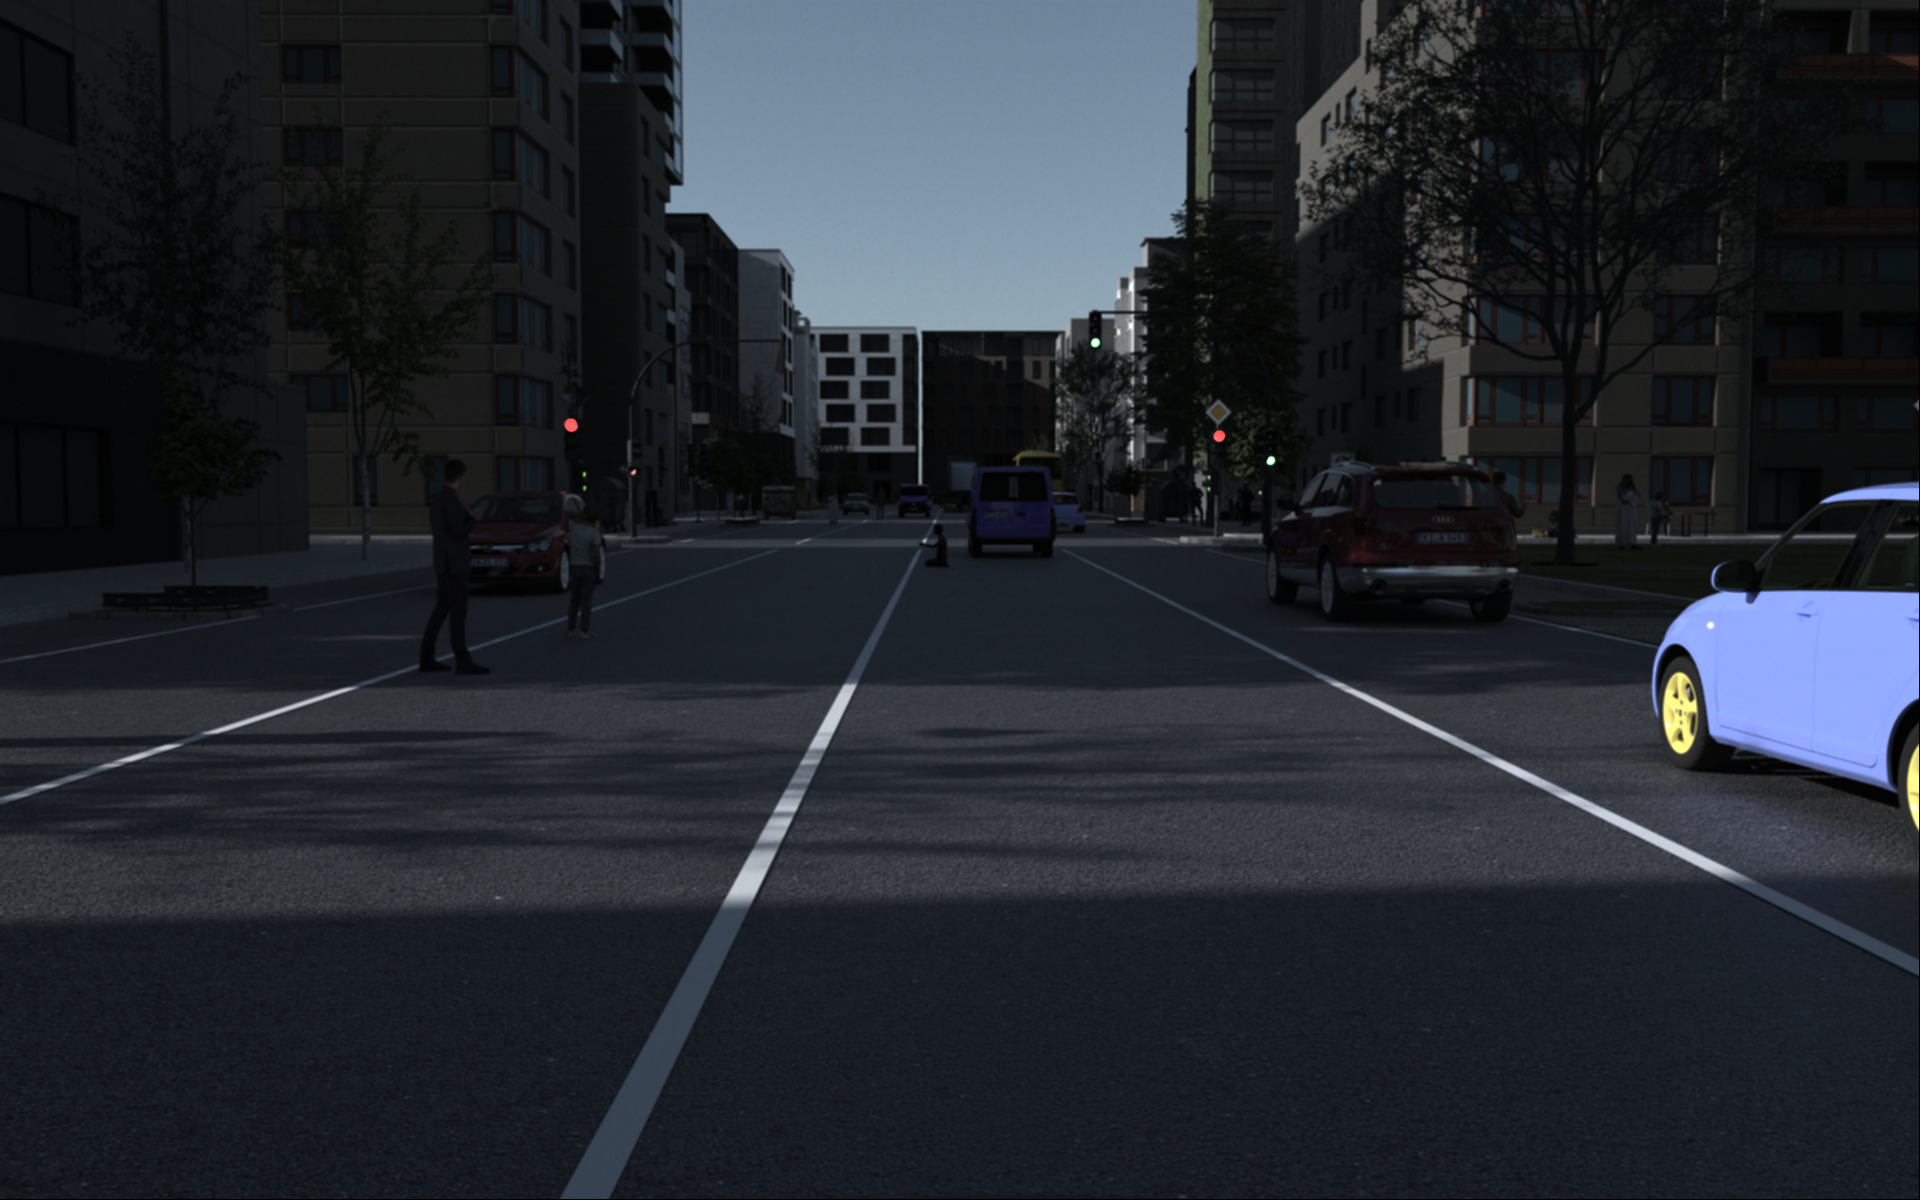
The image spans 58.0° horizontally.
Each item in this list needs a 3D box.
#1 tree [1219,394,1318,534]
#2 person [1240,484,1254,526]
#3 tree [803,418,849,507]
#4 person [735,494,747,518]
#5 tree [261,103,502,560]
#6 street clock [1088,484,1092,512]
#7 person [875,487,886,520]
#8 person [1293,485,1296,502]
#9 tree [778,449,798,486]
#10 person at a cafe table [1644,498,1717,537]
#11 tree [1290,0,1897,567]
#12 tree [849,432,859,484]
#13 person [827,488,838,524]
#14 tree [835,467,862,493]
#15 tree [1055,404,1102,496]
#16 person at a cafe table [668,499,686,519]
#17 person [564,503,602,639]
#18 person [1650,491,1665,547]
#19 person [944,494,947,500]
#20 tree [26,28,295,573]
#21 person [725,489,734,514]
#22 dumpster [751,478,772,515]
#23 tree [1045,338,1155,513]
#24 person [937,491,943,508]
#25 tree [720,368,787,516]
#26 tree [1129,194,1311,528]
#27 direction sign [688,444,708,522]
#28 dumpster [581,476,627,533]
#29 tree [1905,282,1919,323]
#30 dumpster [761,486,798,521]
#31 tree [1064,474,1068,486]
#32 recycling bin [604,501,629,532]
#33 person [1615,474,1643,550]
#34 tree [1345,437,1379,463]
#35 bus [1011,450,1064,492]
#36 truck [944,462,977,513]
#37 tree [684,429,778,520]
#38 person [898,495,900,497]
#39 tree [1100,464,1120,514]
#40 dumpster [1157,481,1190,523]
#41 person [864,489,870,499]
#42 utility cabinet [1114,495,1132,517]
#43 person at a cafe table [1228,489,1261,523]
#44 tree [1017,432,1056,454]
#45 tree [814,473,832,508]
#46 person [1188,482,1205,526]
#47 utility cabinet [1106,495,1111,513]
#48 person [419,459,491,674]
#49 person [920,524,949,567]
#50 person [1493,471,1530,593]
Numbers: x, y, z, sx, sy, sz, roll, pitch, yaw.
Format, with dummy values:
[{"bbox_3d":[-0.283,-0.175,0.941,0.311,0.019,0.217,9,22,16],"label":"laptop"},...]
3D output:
[{"bbox_3d":[9.971,-4.463,56.683,4.285,4.588,4.351,0,3,0],"label":"tree"},{"bbox_3d":[11.548,-3.874,70.087,0.504,1.737,0.576,3,5,42],"label":"person"},{"bbox_3d":[-13.013,-13.162,165.554,4.360,8.622,3.978,0,3,0],"label":"tree"},{"bbox_3d":[-11.899,-5.296,93.573,0.756,1.711,0.436,-2,4,-30],"label":"person"},{"bbox_3d":[-11.324,-5.078,33.392,4.737,8.622,4.395,0,3,0],"label":"tree"},{"bbox_3d":[9.343,-7.321,124.273,0.358,2.002,0.471,0,4,-5],"label":"street clock"},{"bbox_3d":[-4.428,-5.384,96.648,0.598,1.807,0.434,0,4,8],"label":"person"},{"bbox_3d":[16.410,-4.735,84.137,0.551,1.740,0.621,3,4,39],"label":"person"},{"bbox_3d":[-12.715,-8.098,116.111,4.285,4.588,4.351,0,3,0],"label":"tree"},{"bbox_3d":[21.549,-2.530,52.219,1.726,1.238,1.698,0,4,-4],"label":"person at a cafe table"},{"bbox_3d":[11.013,-7.365,30.781,12.009,13.543,11.850,0,3,0],"label":"tree"},{"bbox_3d":[-12.979,-14.779,191.994,4.360,8.622,3.978,0,3,0],"label":"tree"},{"bbox_3d":[-6.062,-4.476,82.351,0.551,1.740,0.621,-1,4,-11],"label":"person"},{"bbox_3d":[-12.750,-13.339,201.800,4.285,4.588,4.351,0,3,0],"label":"tree"},{"bbox_3d":[9.589,-11.746,142.403,4.360,8.622,3.978,0,3,0],"label":"tree"},{"bbox_3d":[-15.317,-5.074,91.467,1.622,1.524,1.698,1,4,11],"label":"person at a cafe table"},{"bbox_3d":[-3.758,-0.295,17.226,0.435,1.345,0.340,0,4,2],"label":"person"},{"bbox_3d":[16.993,-1.975,42.247,0.340,1.345,0.435,-2,4,-27],"label":"person"},{"bbox_3d":[-1.311,-10.487,179.991,0.705,1.821,1.348,-2,4,-25],"label":"person"},{"bbox_3d":[-12.557,-4.740,27.859,4.360,8.622,3.978,0,3,0],"label":"tree"},{"bbox_3d":[-15.034,-6.509,113.139,0.551,1.740,0.621,-1,4,-17],"label":"person"},{"bbox_3d":[-12.110,-6.334,106.053,1.502,2.255,1.985,0,4,-1],"label":"dumpster"},{"bbox_3d":[9.341,-11.668,116.521,9.928,11.665,9.643,0,3,0],"label":"tree"},{"bbox_3d":[-1.991,-10.003,172.489,0.568,1.767,0.683,0,4,-2],"label":"person"},{"bbox_3d":[-12.307,-9.260,101.768,4.360,8.622,3.978,0,3,0],"label":"tree"},{"bbox_3d":[9.916,-9.063,66.310,7.486,12.596,7.792,0,3,0],"label":"tree"},{"bbox_3d":[-11.849,-5.280,78.320,0.876,3.537,0.379,-1,4,-10],"label":"direction sign"},{"bbox_3d":[-11.900,-3.184,57.821,1.264,1.857,1.865,0,4,0],"label":"dumpster"},{"bbox_3d":[20.147,-4.996,32.039,4.360,8.622,3.978,0,3,0],"label":"tree"},{"bbox_3d":[-9.733,-5.213,93.444,1.865,1.857,1.264,0,4,1],"label":"dumpster"},{"bbox_3d":[8.781,-12.586,189.502,4.285,4.588,4.351,0,3,0],"label":"tree"},{"bbox_3d":[-11.771,-2.858,59.280,0.722,1.027,0.722,-2,4,-24],"label":"recycling bin"},{"bbox_3d":[15.287,-2.017,39.686,0.551,1.740,0.621,-2,4,-30],"label":"person"},{"bbox_3d":[13.448,-3.923,58.751,1.663,3.219,1.824,0,3,0],"label":"tree"},{"bbox_3d":[4.241,-6.448,96.972,2.896,3.916,12.252,0,4,0],"label":"bus"},{"bbox_3d":[0.119,-9.156,139.454,2.967,4.110,18.799,0,4,1],"label":"truck"},{"bbox_3d":[-11.980,-6.272,86.255,4.285,4.588,4.351,0,3,0],"label":"tree"},{"bbox_3d":[-5.126,-9.010,155.824,1.348,1.823,0.705,-1,4,-13],"label":"person"},{"bbox_3d":[9.675,-7.086,110.458,1.663,3.219,1.824,0,3,0],"label":"tree"},{"bbox_3d":[9.500,-4.351,76.899,1.264,1.857,1.865,0,4,-1],"label":"dumpster"},{"bbox_3d":[-8.007,-8.689,150.434,0.599,1.838,0.709,-1,4,-22],"label":"person"},{"bbox_3d":[9.195,-5.312,98.007,1.020,1.237,0.306,2,4,34],"label":"utility cabinet"},{"bbox_3d":[12.885,-4.245,77.920,1.622,1.524,1.698,2,4,35],"label":"person at a cafe table"},{"bbox_3d":[9.121,-15.468,203.259,4.737,8.622,4.395,0,3,0],"label":"tree"},{"bbox_3d":[-12.775,-10.109,159.880,1.663,3.219,1.824,0,3,0],"label":"tree"},{"bbox_3d":[9.464,-3.832,69.148,0.683,1.767,0.568,0,4,2],"label":"person"},{"bbox_3d":[9.783,-6.311,114.348,0.306,1.237,1.020,0,4,6],"label":"utility cabinet"},{"bbox_3d":[-4.055,-0.270,13.838,0.530,1.710,0.541,-1,4,-21],"label":"person"},{"bbox_3d":[-0.504,-1.069,34.269,0.655,0.850,0.859,0,4,5],"label":"person"},{"bbox_3d":[7.852,-0.984,25.120,0.617,1.759,0.750,3,5,41],"label":"person"}]
